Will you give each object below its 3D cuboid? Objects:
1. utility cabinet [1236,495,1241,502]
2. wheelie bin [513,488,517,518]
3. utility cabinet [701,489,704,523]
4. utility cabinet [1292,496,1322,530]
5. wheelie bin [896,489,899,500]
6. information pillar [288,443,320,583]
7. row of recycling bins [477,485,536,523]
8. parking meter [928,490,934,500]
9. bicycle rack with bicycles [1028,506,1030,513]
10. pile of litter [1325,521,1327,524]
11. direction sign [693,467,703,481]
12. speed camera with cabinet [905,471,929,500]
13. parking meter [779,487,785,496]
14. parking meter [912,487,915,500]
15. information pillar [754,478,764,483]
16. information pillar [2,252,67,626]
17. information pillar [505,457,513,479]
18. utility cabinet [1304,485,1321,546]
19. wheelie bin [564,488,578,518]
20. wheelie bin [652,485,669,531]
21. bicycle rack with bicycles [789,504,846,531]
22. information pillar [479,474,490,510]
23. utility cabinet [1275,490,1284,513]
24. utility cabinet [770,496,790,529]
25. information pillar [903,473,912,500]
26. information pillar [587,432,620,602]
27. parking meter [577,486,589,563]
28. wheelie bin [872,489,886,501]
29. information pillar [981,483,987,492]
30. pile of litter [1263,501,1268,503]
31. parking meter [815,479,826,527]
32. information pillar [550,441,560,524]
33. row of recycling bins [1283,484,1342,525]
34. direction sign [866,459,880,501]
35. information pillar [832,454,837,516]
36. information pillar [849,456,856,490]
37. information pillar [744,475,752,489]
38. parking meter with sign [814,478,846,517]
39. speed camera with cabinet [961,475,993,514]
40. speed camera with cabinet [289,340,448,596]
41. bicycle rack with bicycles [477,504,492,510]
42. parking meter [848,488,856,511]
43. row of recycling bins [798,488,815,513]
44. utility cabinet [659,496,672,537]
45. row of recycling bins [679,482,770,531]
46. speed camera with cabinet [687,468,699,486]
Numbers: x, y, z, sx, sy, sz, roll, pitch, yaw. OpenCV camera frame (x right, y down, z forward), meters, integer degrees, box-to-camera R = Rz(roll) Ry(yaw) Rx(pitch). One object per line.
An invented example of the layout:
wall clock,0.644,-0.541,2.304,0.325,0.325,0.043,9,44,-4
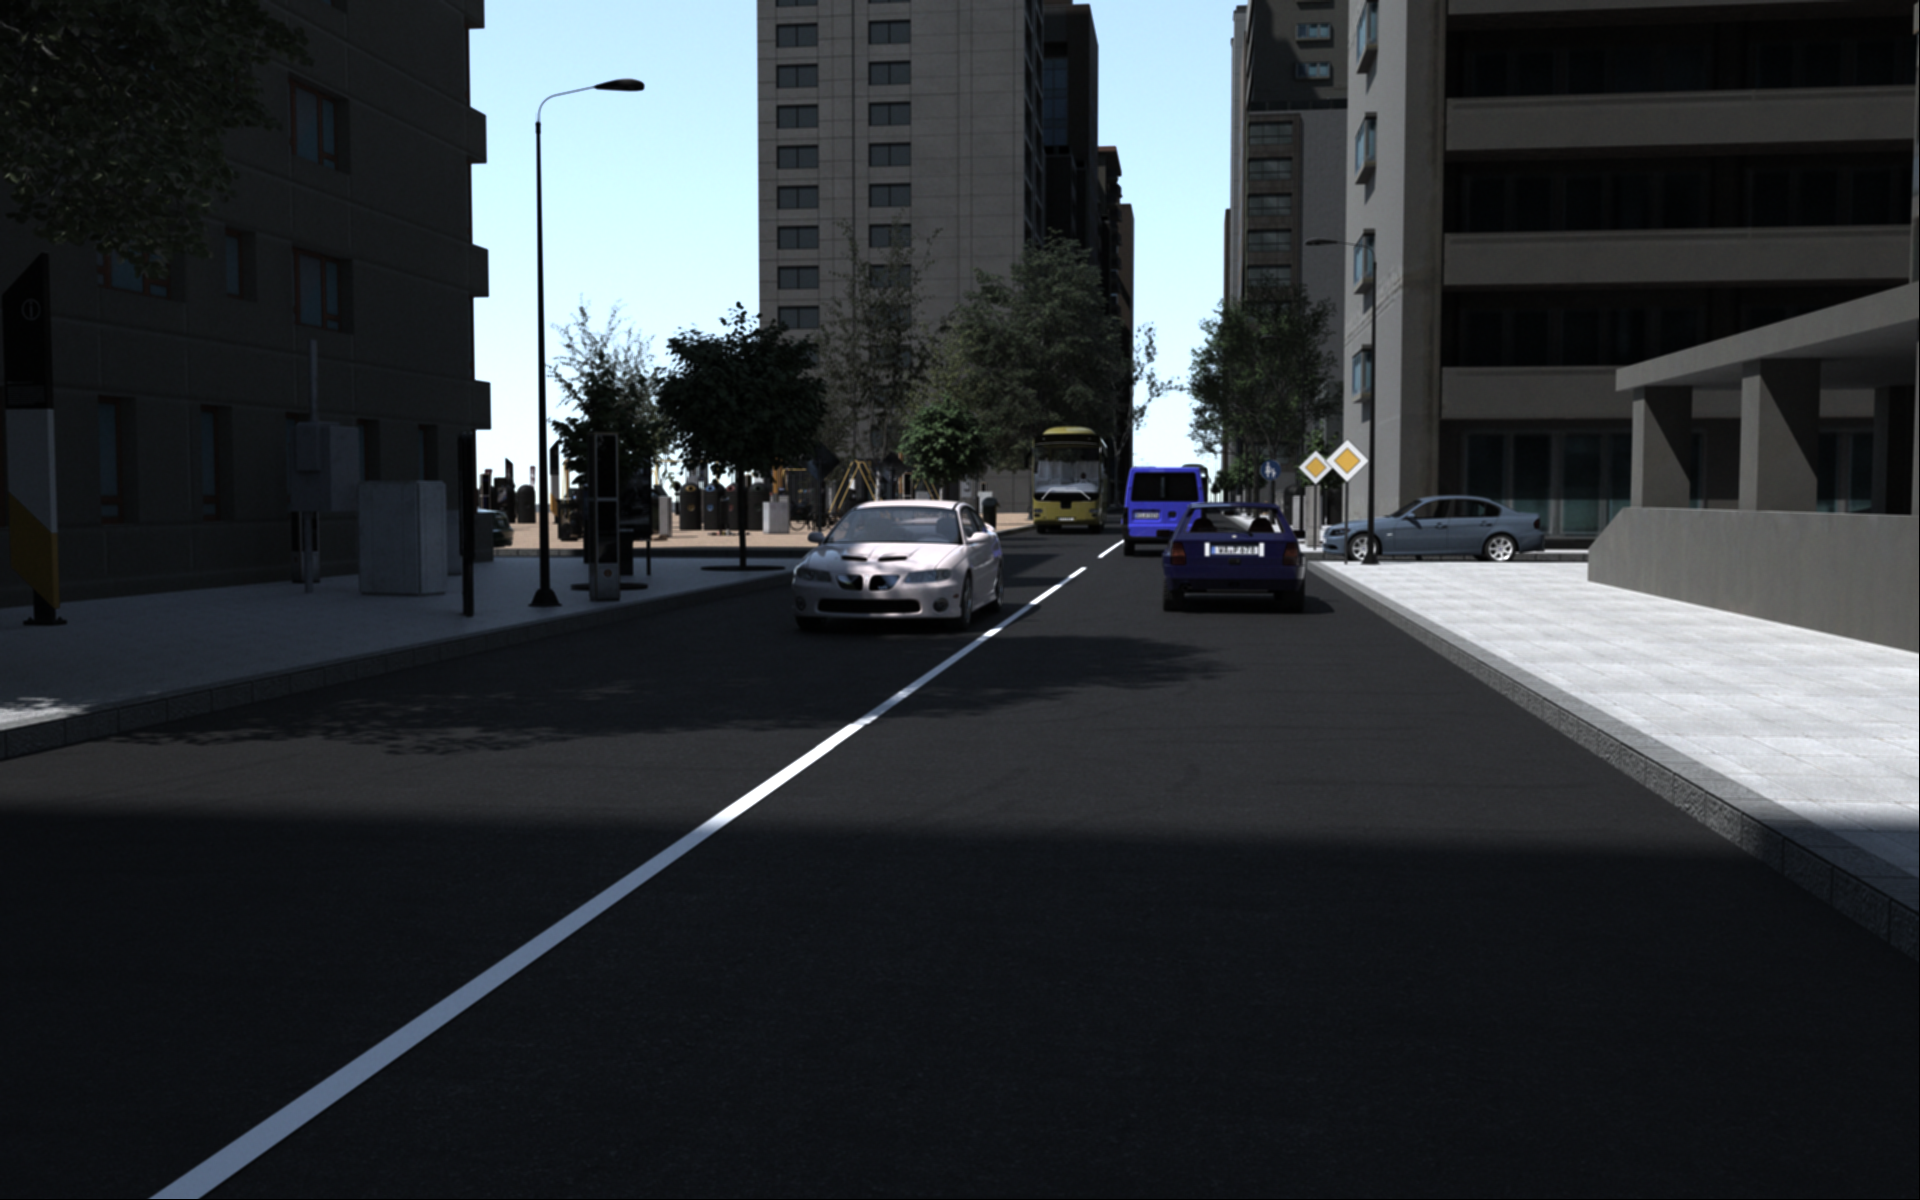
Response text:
utility cabinet,16.370,-5.547,101.855,0.306,1.237,1.020,1,4,12
wheelie bin,-23.919,-5.123,91.671,0.980,1.594,0.693,-3,5,-44
utility cabinet,-11.170,-4.129,76.193,1.173,1.500,0.318,-3,4,-39
utility cabinet,12.575,-3.154,62.734,1.020,1.237,0.306,2,4,27
wheelie bin,-3.500,-5.869,103.859,0.980,1.594,0.693,0,4,-7
information pillar,-9.454,-1.253,24.976,0.304,2.012,0.304,3,5,44
row of recycling bins,-20.329,-4.225,76.189,3.534,1.692,1.069,1,4,13
parking meter,-1.941,-6.553,115.559,0.372,1.533,0.369,0,3,0
bicycle rack with bicycles,5.935,-5.666,106.029,2.925,0.926,2.852,2,4,27
pile of litter,16.342,-3.718,74.750,1.719,0.858,1.176,-1,4,-14
direction sign,-16.154,-7.028,106.907,0.876,3.537,0.379,3,4,36
speed camera with cabinet,-3.083,-7.472,116.506,2.038,3.252,0.660,-2,4,-27
parking meter,-6.874,-3.536,66.220,0.372,1.533,0.369,0,3,0
parking meter,-1.821,-3.303,62.423,0.372,1.533,0.369,0,3,0
information pillar,-8.365,-4.933,72.015,0.504,3.616,0.183,2,4,29
information pillar,-9.059,-1.563,16.903,0.504,3.616,0.183,1,4,12
information pillar,-28.564,-7.242,109.757,0.504,3.616,0.183,0,4,0
utility cabinet,8.629,-2.066,42.465,0.318,1.500,1.173,0,4,8
wheelie bin,-20.207,-5.041,90.324,0.980,1.594,0.693,3,5,39
wheelie bin,-10.271,-3.111,58.770,0.693,1.594,0.980,1,4,12
bicycle rack with bicycles,-4.520,-2.897,60.744,2.925,0.926,2.852,-1,4,-9
information pillar,-17.188,-3.559,62.681,0.304,2.012,0.304,-2,4,-31
utility cabinet,19.405,-5.815,103.759,1.173,1.500,0.318,2,4,28
utility cabinet,-6.847,-3.252,64.327,1.020,1.237,0.306,0,4,5
information pillar,-1.835,-3.414,60.305,0.304,2.012,0.304,0,4,-8
information pillar,-4.273,-0.996,20.772,0.304,2.012,0.304,-2,4,-28
parking meter,-6.806,-1.452,32.145,0.372,1.533,0.369,0,3,0
wheelie bin,-5.417,-6.659,116.777,0.980,1.594,0.693,-3,4,-36
information pillar,1.573,-6.650,113.221,0.304,2.012,0.304,1,4,17
pile of litter,18.912,-5.679,106.814,1.719,0.858,1.176,1,4,10
parking meter,-5.368,-3.728,66.659,0.255,1.863,0.399,3,4,36
information pillar,-17.453,-5.093,74.617,0.183,3.616,0.504,2,4,32
row of recycling bins,15.090,-3.927,71.315,3.534,1.692,1.069,-1,4,-9
direction sign,-5.641,-7.362,112.363,0.876,3.537,0.379,0,4,8
information pillar,-7.419,-6.780,102.213,0.183,3.616,0.504,1,4,15
information pillar,-5.945,-6.400,95.991,0.183,3.616,0.504,-3,4,-38
information pillar,-8.187,-3.789,66.434,0.304,2.012,0.304,2,4,35
parking meter with sign,-7.147,-6.060,95.336,1.738,3.016,0.543,0,4,-6
speed camera with cabinet,1.101,-7.218,112.356,2.038,3.252,0.660,0,4,-2
speed camera with cabinet,-7.589,-1.704,22.204,2.038,3.252,0.660,1,4,21
bicycle rack with bicycles,-20.898,-3.693,73.768,2.852,0.926,2.925,0,4,-5
parking meter,-4.882,-4.280,78.381,0.372,1.533,0.369,0,3,0
row of recycling bins,-9.873,-6.601,115.043,1.069,1.692,3.534,-2,4,-24
utility cabinet,-8.728,-2.461,51.397,0.306,1.237,1.020,0,4,-4
row of recycling bins,-8.335,-3.317,61.344,3.534,1.692,1.069,1,4,20
speed camera with cabinet,-13.552,-5.712,87.721,0.660,3.252,2.038,-1,4,-10
